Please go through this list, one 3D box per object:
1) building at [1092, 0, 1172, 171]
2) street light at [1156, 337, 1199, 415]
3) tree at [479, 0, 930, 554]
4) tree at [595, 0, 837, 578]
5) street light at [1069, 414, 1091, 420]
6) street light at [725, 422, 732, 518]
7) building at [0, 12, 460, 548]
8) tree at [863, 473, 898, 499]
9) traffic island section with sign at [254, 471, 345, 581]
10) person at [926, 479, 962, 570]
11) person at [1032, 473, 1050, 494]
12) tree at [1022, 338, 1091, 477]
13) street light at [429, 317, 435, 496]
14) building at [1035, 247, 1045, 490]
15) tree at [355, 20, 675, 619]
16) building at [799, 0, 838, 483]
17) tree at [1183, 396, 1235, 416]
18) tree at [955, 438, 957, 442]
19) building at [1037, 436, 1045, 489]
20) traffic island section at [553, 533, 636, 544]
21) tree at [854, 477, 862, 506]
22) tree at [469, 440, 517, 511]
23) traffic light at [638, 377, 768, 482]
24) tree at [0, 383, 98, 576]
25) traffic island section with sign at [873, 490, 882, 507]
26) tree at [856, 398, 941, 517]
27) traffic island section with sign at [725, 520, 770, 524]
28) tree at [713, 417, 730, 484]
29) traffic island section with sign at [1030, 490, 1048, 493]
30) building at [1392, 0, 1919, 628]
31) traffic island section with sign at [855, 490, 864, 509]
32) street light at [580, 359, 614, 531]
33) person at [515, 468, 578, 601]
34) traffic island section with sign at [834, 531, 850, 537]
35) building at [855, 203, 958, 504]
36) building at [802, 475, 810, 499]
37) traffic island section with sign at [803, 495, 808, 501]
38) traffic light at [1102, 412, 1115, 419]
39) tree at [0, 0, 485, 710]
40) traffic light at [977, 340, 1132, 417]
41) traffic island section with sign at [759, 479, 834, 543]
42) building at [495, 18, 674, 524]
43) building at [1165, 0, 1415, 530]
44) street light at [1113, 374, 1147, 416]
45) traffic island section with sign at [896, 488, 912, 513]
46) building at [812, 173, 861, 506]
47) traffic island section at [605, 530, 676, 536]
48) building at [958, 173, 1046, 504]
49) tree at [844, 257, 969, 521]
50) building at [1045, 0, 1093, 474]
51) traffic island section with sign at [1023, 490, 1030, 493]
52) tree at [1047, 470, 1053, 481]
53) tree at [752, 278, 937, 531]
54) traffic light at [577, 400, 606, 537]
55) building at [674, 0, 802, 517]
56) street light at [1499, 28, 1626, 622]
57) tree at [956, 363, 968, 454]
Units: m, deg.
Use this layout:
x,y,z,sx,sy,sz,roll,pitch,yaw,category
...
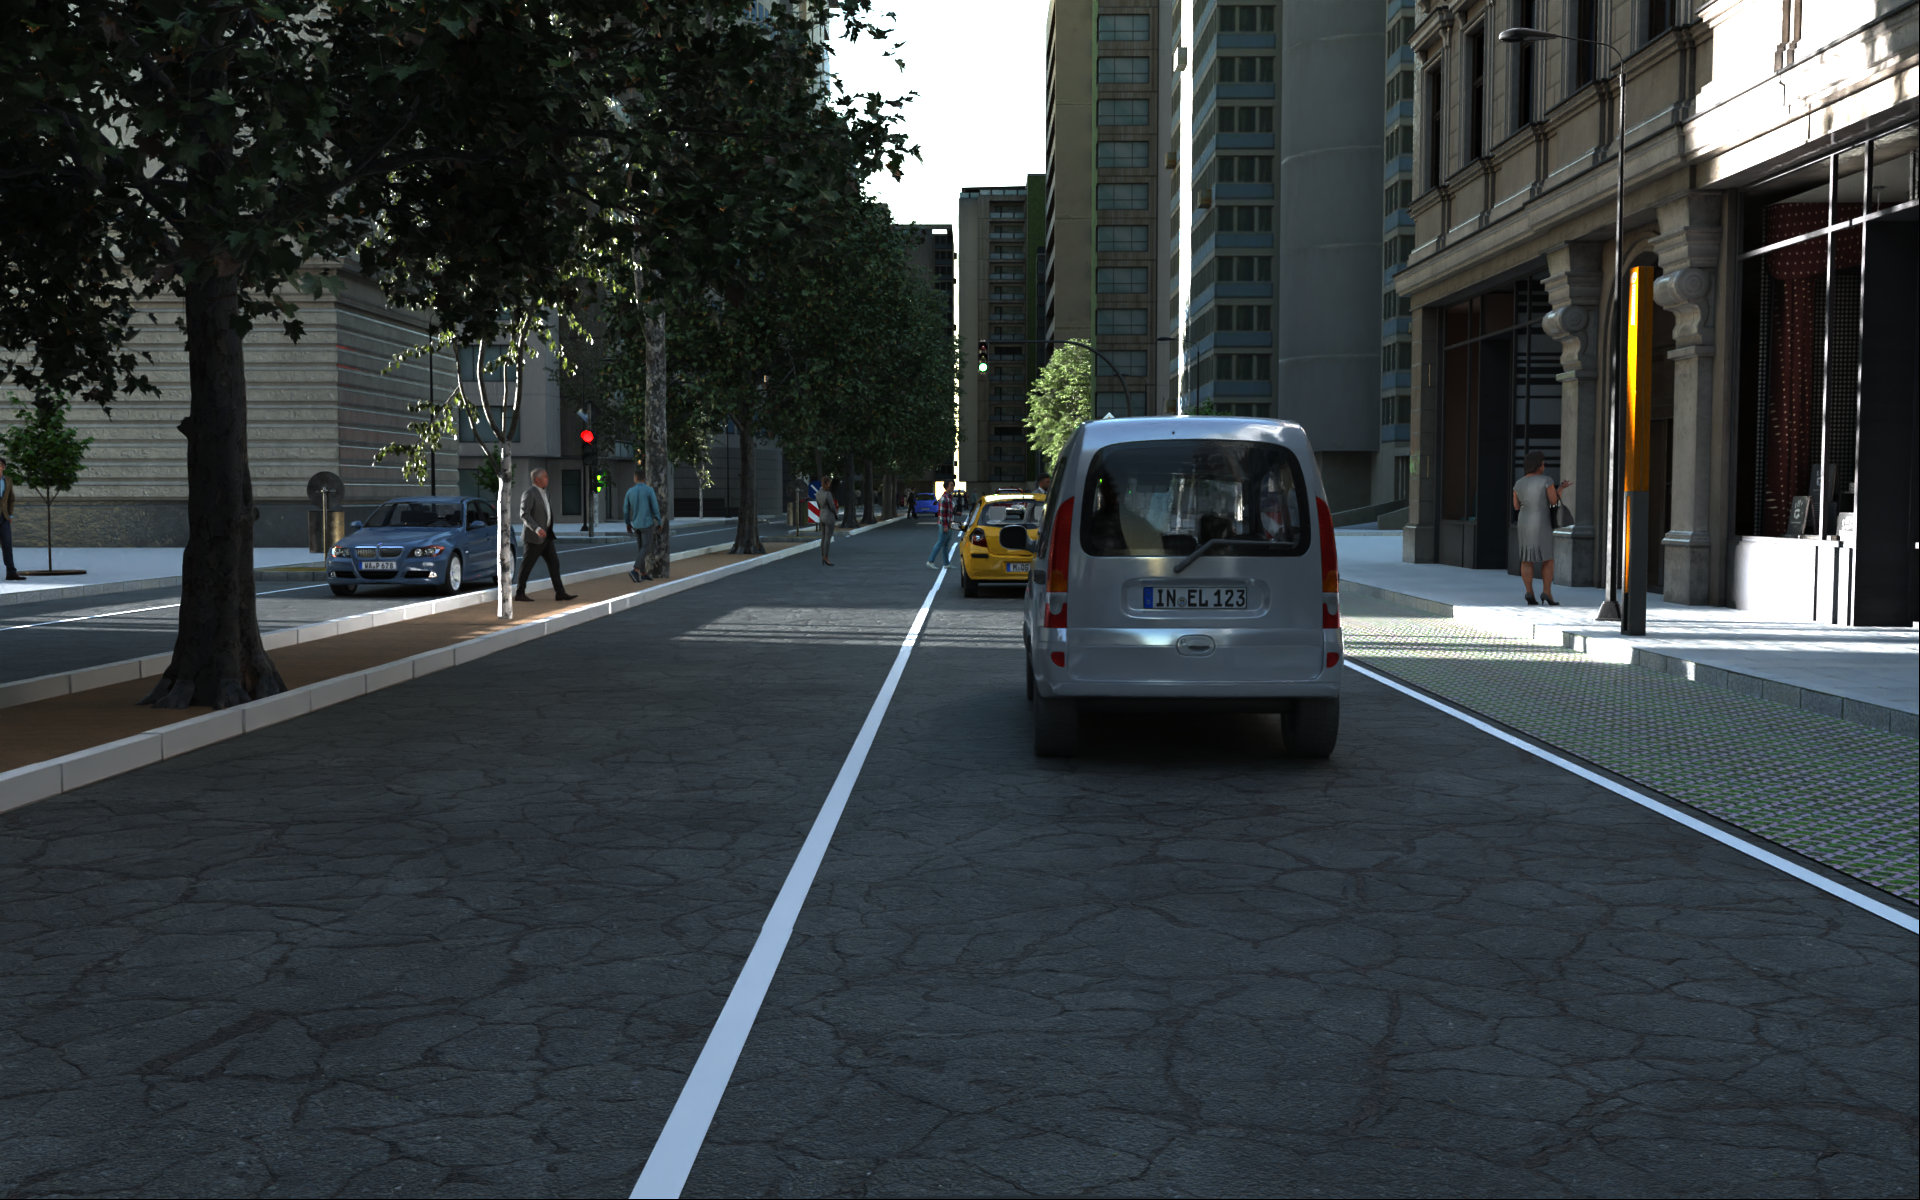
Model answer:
x,y,z,sx,sy,sz,roll,pitch,yaw,category
15.422,-26.197,111.908,14.154,41.232,14.086,0,4,1,building
6.495,-4.816,51.281,1.470,5.913,1.316,0,4,1,street light
-5.059,-7.439,41.088,9.611,12.733,9.660,0,3,0,tree
-6.347,-10.479,29.684,12.611,20.169,13.585,0,3,0,tree
7.048,-7.837,100.681,1.470,5.913,1.316,0,4,1,street light
-11.967,-7.386,93.305,1.470,5.913,1.316,0,4,1,street light
-23.933,-13.253,45.560,19.941,23.489,11.050,0,4,1,building
-4.576,-10.325,121.638,4.360,8.622,3.978,0,3,0,tree
-10.926,-1.269,29.382,1.989,1.847,2.006,0,4,1,traffic island section with sign
-0.300,-1.447,32.989,0.643,1.720,0.563,1,4,10,person
1.372,-1.266,29.480,0.850,1.792,0.678,2,4,34,person
8.170,-12.753,126.639,7.486,12.596,7.792,0,3,0,tree
-12.494,-4.294,42.754,1.470,5.913,1.316,0,4,1,street light
15.828,-26.392,203.213,14.160,30.474,14.107,0,4,1,building
-5.211,-4.095,19.773,4.360,8.622,3.978,0,3,0,tree
-26.444,-35.081,162.809,28.713,52.752,27.495,0,4,1,building
8.318,-4.537,57.893,4.285,4.588,4.351,0,3,0,tree
-4.293,-10.874,114.659,8.767,10.594,7.601,0,4,1,tree
19.706,-52.950,178.408,22.319,86.520,31.000,0,4,1,building
-11.009,-1.793,51.602,2.009,0.180,2.903,0,4,1,traffic island section
-11.995,-12.233,194.610,1.663,3.219,1.824,0,3,0,tree
-16.664,-4.112,61.826,1.663,3.219,1.824,0,3,0,tree
-8.790,-5.186,59.464,4.771,5.953,1.251,0,4,1,traffic light
-14.584,-2.024,27.694,1.663,3.219,1.824,0,3,0,tree
-9.205,-11.003,188.527,1.989,1.847,2.006,0,4,1,traffic island section with sign
-4.202,-11.373,106.528,7.486,12.596,7.792,0,3,0,tree
-10.317,-4.626,84.267,1.989,1.847,2.006,0,4,1,traffic island section with sign
-13.615,-8.518,89.635,4.360,8.622,3.978,0,3,0,tree
5.685,-6.280,111.300,1.989,1.847,2.006,0,4,1,traffic island section with sign
12.801,-11.002,30.799,10.553,20.767,40.483,0,4,1,building
-9.489,-9.340,161.336,1.989,1.847,2.006,0,4,1,traffic island section with sign
-12.351,-5.310,59.358,1.470,5.913,1.316,0,4,1,street light
-5.517,-0.862,22.985,0.834,1.777,0.661,0,4,8,person
-4.834,-3.122,59.176,2.006,1.907,1.989,0,4,1,traffic island section with sign
-12.418,-33.156,233.973,23.993,40.220,32.217,0,4,1,building
-20.154,-22.688,142.658,14.160,30.474,14.107,0,4,1,building
-10.037,-6.275,111.221,1.989,1.847,2.006,0,4,1,traffic island section with sign
5.078,-4.304,59.295,0.839,4.253,0.868,0,4,1,traffic light
-5.087,-5.640,11.682,9.611,12.733,9.660,0,3,0,tree
2.899,-4.680,51.192,4.771,5.953,1.251,0,4,1,traffic light
-4.923,-2.669,51.770,2.006,1.907,1.989,0,4,1,traffic island section with sign
-21.267,-24.112,77.828,14.154,41.232,14.086,0,4,1,building
22.004,-23.519,76.412,23.993,40.220,32.217,0,4,1,building
6.603,-5.763,66.758,1.470,5.913,1.316,0,4,1,street light
-4.031,-7.717,134.311,2.006,1.907,1.989,0,4,1,traffic island section with sign
-18.795,-31.769,203.014,14.086,41.232,14.154,0,4,1,building
-10.922,-2.282,59.586,2.009,0.180,2.903,0,4,1,traffic island section
6.756,-33.016,223.412,14.086,41.232,14.154,0,4,1,building
-3.972,-11.236,92.816,9.857,13.997,8.962,0,3,0,tree
18.570,-32.345,152.548,21.300,48.544,21.600,0,4,1,building
6.513,-10.982,188.176,1.989,1.847,2.006,0,4,1,traffic island section with sign
8.682,-9.611,140.849,4.285,4.588,4.351,0,3,0,tree
-4.964,-7.713,62.976,8.767,10.594,7.601,0,4,1,tree
-10.969,-3.825,51.466,0.839,4.253,0.868,0,4,1,traffic light
-21.787,-34.520,106.402,21.231,58.520,28.212,0,4,1,building
6.075,-2.746,17.440,1.470,5.913,1.316,0,4,1,street light
-4.629,-9.365,72.588,9.611,12.733,9.660,0,3,0,tree
